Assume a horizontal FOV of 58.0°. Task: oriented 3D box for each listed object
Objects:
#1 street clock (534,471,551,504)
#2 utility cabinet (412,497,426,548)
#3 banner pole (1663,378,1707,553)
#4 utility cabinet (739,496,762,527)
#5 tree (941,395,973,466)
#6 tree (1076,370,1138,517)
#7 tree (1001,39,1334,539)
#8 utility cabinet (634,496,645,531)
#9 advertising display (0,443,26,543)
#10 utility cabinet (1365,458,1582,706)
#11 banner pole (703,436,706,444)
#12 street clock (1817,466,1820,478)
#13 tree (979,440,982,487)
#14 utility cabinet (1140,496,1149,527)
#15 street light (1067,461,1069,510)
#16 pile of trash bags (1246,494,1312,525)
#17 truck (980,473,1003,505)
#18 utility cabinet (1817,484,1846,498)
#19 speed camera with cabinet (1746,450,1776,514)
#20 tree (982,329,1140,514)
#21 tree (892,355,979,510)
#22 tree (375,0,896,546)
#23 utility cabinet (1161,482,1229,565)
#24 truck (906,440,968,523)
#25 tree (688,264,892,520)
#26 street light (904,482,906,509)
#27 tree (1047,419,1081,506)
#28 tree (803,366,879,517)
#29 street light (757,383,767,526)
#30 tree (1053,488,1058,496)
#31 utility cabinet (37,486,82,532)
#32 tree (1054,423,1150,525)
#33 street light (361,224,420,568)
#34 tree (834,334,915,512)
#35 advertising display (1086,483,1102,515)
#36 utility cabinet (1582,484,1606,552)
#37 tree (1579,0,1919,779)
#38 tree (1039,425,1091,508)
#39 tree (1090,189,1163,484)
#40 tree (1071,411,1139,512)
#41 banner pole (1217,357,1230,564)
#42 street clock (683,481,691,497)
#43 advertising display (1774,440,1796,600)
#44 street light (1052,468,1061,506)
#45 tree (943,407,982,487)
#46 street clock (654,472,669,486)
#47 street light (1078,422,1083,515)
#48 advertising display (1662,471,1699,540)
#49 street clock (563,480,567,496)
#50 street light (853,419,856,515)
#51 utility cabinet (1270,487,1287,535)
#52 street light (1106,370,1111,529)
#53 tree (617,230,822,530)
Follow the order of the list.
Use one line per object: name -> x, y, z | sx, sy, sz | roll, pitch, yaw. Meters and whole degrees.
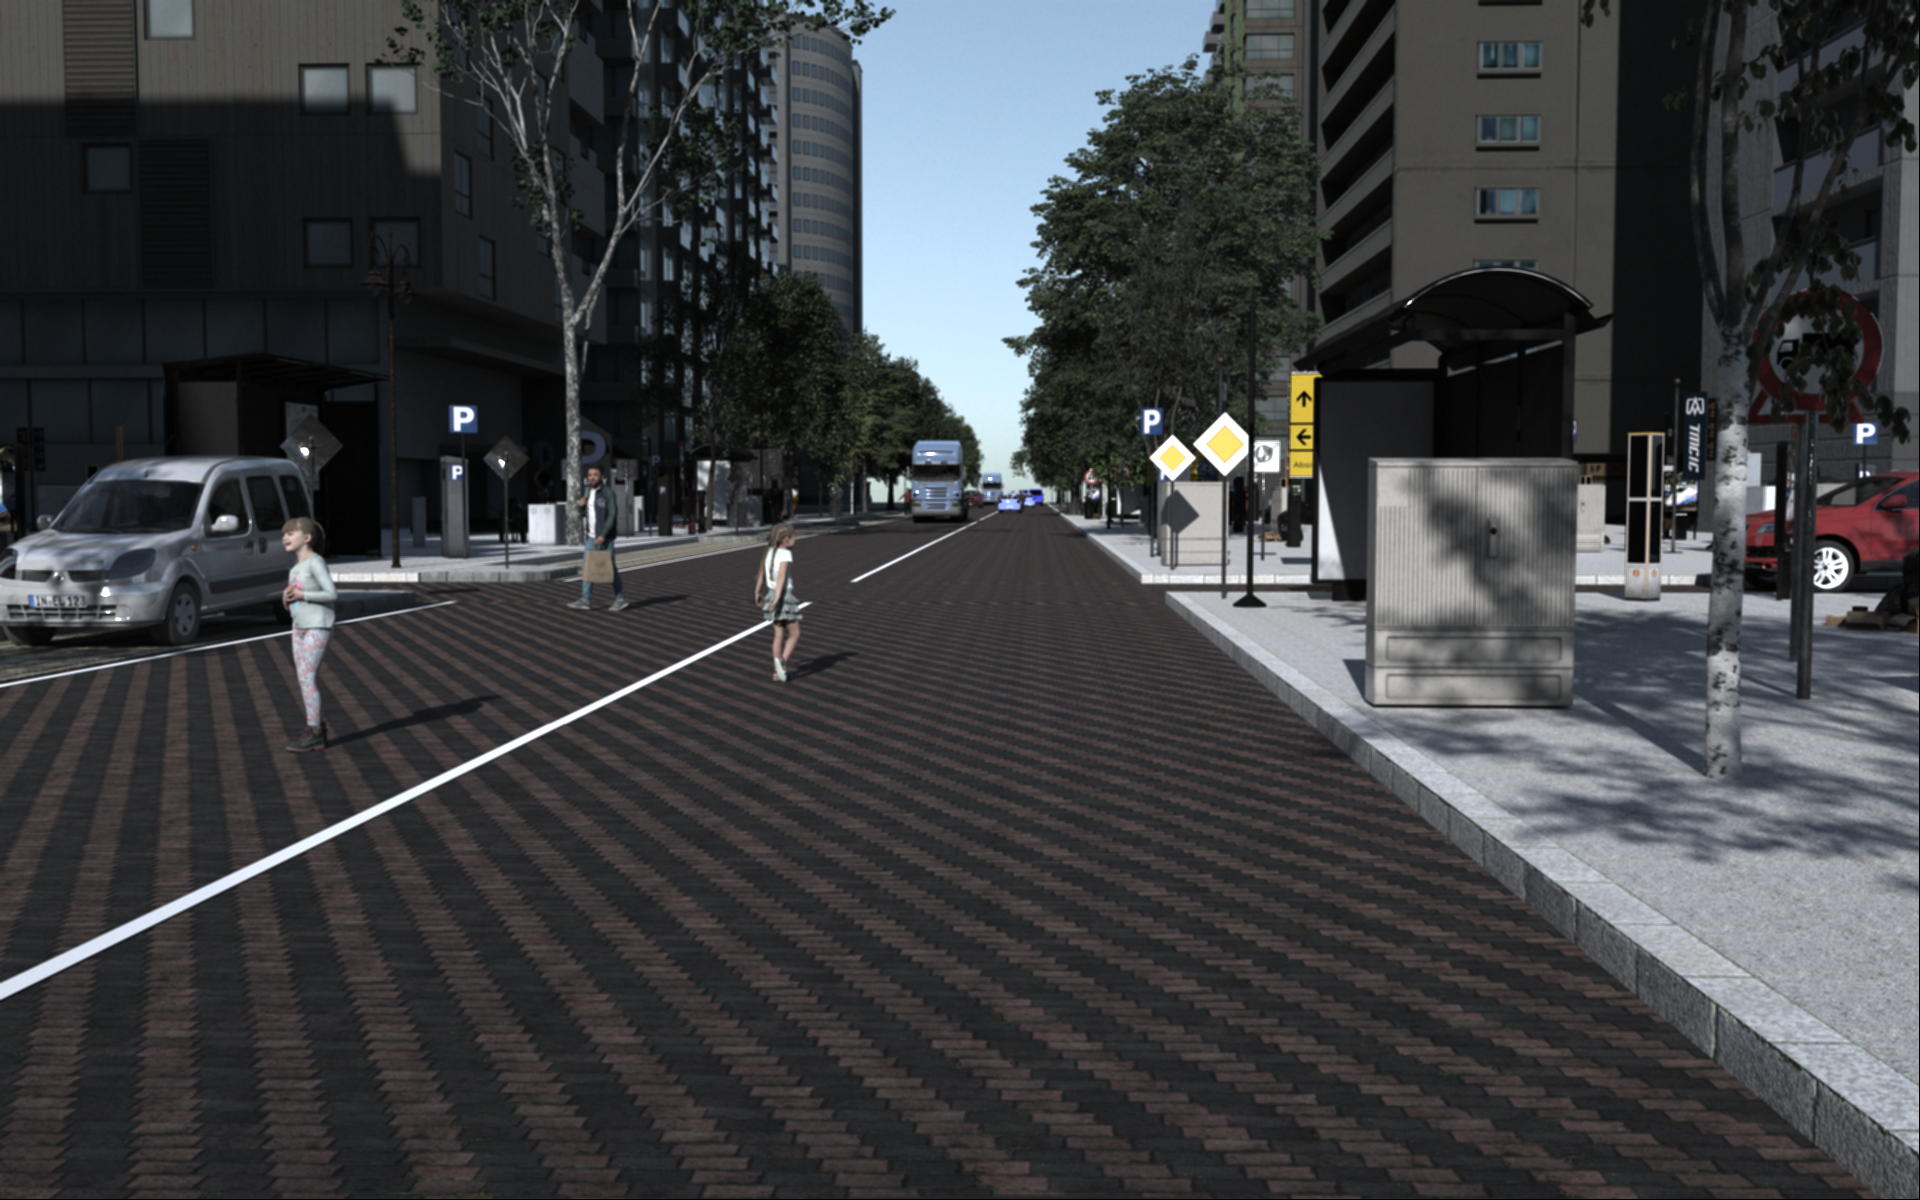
street clock -> -13.090, -3.044, 54.340 | 0.471, 2.002, 0.358 | -3, 5, -44
utility cabinet -> -13.011, -1.864, 41.642 | 0.306, 1.237, 1.020 | -1, 4, -16
banner pole -> 15.712, -2.902, 37.469 | 0.863, 3.779, 0.401 | 3, 4, 38
utility cabinet -> -8.273, -3.465, 67.816 | 1.020, 1.237, 0.306 | 1, 4, 14
tree -> -3.598, -17.665, 199.191 | 12.009, 13.543, 11.850 | 0, 3, 0
tree -> 8.422, -9.051, 98.350 | 4.737, 8.622, 4.395 | 0, 3, 0
tree -> 5.836, -8.749, 49.704 | 9.857, 13.997, 8.962 | 0, 3, 0
utility cabinet -> -11.157, -3.001, 60.234 | 0.306, 1.237, 1.020 | 0, 4, -6
advertising display -> -12.310, -1.029, 22.036 | 0.974, 1.923, 0.123 | 1, 4, 18
utility cabinet -> 3.068, -0.107, 10.424 | 1.173, 1.500, 0.318 | 0, 4, 3
banner pole -> -10.900, -5.229, 75.504 | 0.863, 3.779, 0.401 | -2, 4, -27
street clock -> 21.425, -2.384, 43.556 | 0.358, 2.002, 0.471 | 1, 4, 13
tree -> -4.078, -15.163, 164.917 | 9.611, 12.733, 9.660 | 0, 3, 0
utility cabinet -> 7.247, -3.470, 67.898 | 0.306, 1.237, 1.020 | 1, 4, 11
street light -> 8.679, -10.185, 139.308 | 0.468, 5.910, 1.993 | 0, 4, 2
pile of trash bags -> 13.275, -3.866, 72.954 | 3.447, 1.369, 1.912 | 0, 4, -1
truck -> 4.515, -14.664, 229.508 | 2.967, 4.110, 18.799 | 0, 4, 3
utility cabinet -> 18.322, -1.719, 36.790 | 1.173, 1.500, 0.318 | 3, 5, 43
speed camera with cabinet -> 16.633, -2.559, 36.170 | 0.660, 3.252, 2.038 | 0, 4, 0
tree -> 7.633, -11.872, 111.117 | 9.611, 12.733, 9.660 | 0, 3, 0
tree -> -5.470, -13.584, 139.108 | 9.611, 12.733, 9.660 | 0, 3, 0
tree -> -8.418, -11.357, 41.568 | 12.611, 20.169, 13.585 | 0, 3, 0
utility cabinet -> 4.213, -1.371, 31.098 | 1.173, 1.500, 0.318 | -1, 4, -13
truck -> -0.950, -6.301, 92.779 | 2.967, 4.110, 18.799 | 0, 4, 1
tree -> -8.574, -10.356, 86.320 | 9.611, 12.733, 9.660 | 0, 3, 0
street light -> -4.679, -10.685, 147.488 | 0.468, 5.910, 1.993 | 0, 4, 2
tree -> 10.023, -13.076, 148.211 | 7.601, 10.594, 8.767 | 2, 4, 33
tree -> -7.549, -8.934, 96.440 | 4.737, 8.622, 4.395 | 0, 3, 0
street light -> -8.048, -5.958, 70.195 | 0.468, 5.910, 1.993 | 0, 4, 2
tree -> 14.723, -18.785, 257.494 | 4.737, 8.622, 4.395 | 0, 3, 0
utility cabinet -> -24.628, -2.376, 47.532 | 1.173, 1.500, 0.318 | -2, 4, -24
tree -> 6.795, -5.451, 72.830 | 4.285, 4.588, 4.351 | 0, 3, 0
street light -> -9.825, -3.500, 30.009 | 0.468, 5.910, 1.993 | 0, 4, 2
tree -> -6.830, -12.519, 122.816 | 7.486, 12.596, 7.792 | 0, 3, 0
advertising display -> 7.214, -5.378, 93.138 | 0.974, 1.923, 0.123 | 3, 5, 40
utility cabinet -> 13.567, -1.802, 38.137 | 1.173, 1.500, 0.318 | 0, 4, 1
tree -> 3.684, -3.496, 7.516 | 4.360, 8.622, 3.978 | 0, 3, 0
tree -> 10.393, -14.831, 160.612 | 7.486, 12.596, 7.792 | 0, 3, 0
tree -> 4.813, -5.515, 40.533 | 4.360, 8.622, 3.978 | 0, 3, 0
tree -> 9.252, -12.024, 122.345 | 9.928, 11.665, 9.643 | 0, 3, 0
banner pole -> 4.840, -2.565, 31.954 | 0.401, 3.779, 0.863 | 1, 4, 20
street clock -> -14.733, -5.455, 93.765 | 0.358, 2.002, 0.471 | 2, 4, 30
advertising display -> 10.171, -0.977, 21.184 | 0.123, 1.923, 0.974 | 3, 5, 41
street light -> 12.383, -15.285, 222.697 | 0.468, 5.910, 1.993 | 0, 4, 2
tree -> -2.214, -18.630, 222.725 | 7.486, 12.596, 7.792 | 0, 3, 0
street clock -> -9.583, -3.130, 55.739 | 0.471, 2.002, 0.358 | -3, 5, -40
street light -> 7.290, -8.011, 103.765 | 0.468, 5.910, 1.993 | 0, 4, 2
advertising display -> 20.122, -2.641, 48.400 | 0.974, 1.923, 0.123 | 0, 4, 2
street clock -> -14.943, -3.778, 66.339 | 0.471, 2.002, 0.358 | 2, 4, 32
street light -> -6.470, -8.174, 106.427 | 0.468, 5.910, 1.993 | 0, 4, 2
utility cabinet -> 9.826, -2.721, 53.174 | 0.318, 1.500, 1.173 | 0, 4, -5
street light -> 5.476, -5.553, 63.581 | 0.468, 5.910, 1.993 | 0, 4, 2
tree -> -8.608, -7.746, 61.053 | 7.601, 10.594, 8.767 | 1, 4, 12
